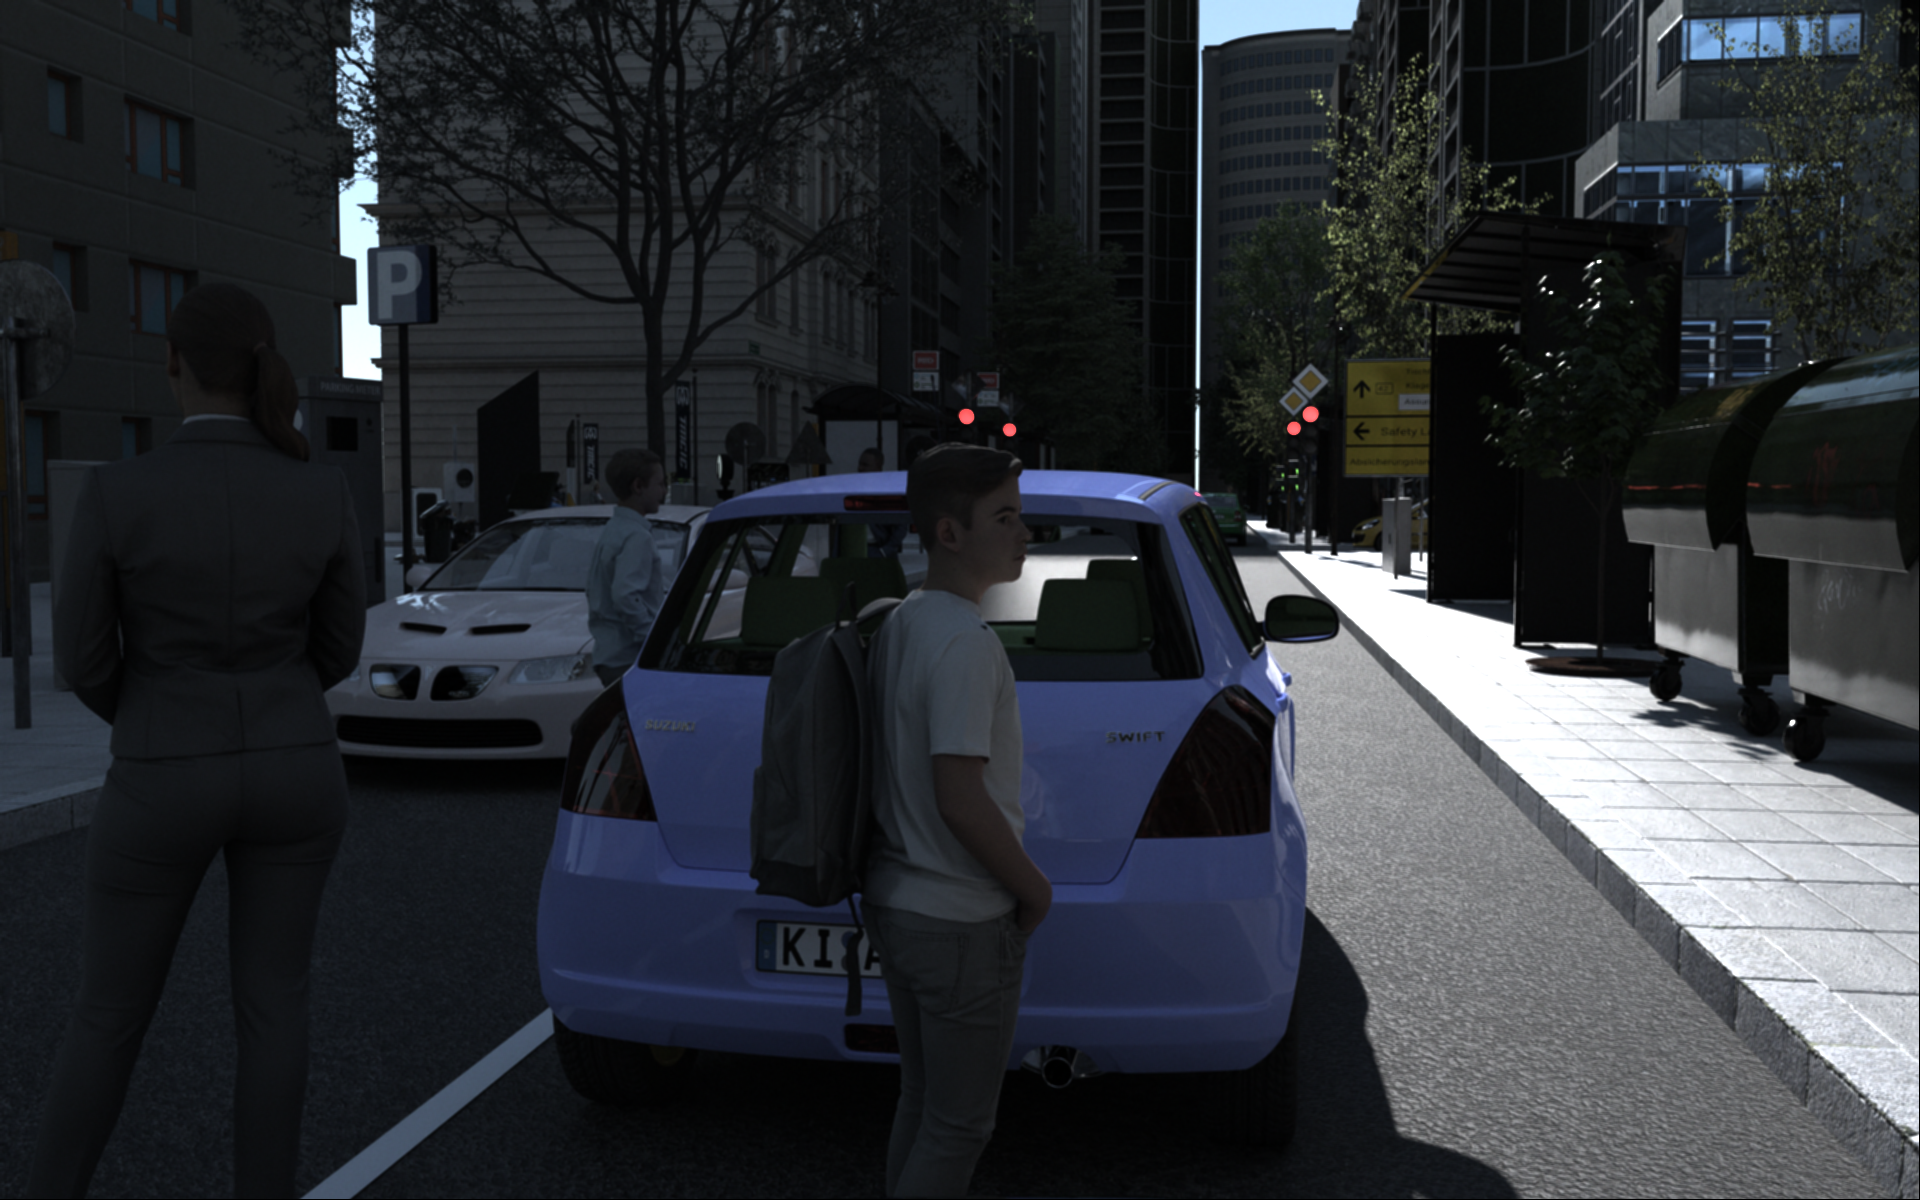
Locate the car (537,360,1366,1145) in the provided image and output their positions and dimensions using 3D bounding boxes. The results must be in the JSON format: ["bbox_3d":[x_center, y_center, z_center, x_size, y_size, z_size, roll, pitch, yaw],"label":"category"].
[{"bbox_3d":[0.165,0.267,5.226,1.945,1.707,3.694,1,4,10],"label":"car"}]

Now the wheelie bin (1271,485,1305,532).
[{"bbox_3d":[11.190,-3.085,58.348,0.980,1.594,0.693,3,4,38],"label":"wheelie bin"}]

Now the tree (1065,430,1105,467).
[{"bbox_3d":[7.806,-10.137,116.105,4.360,8.622,3.978,0,3,0],"label":"tree"}]

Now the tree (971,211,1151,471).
[{"bbox_3d":[3.943,-9.323,70.558,7.486,12.596,7.792,0,3,0],"label":"tree"}]

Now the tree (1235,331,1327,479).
[{"bbox_3d":[14.681,-7.779,77.545,4.737,8.622,4.395,0,3,0],"label":"tree"}]

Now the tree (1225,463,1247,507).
[{"bbox_3d":[27.757,-11.398,170.071,4.285,4.588,4.351,0,3,0],"label":"tree"}]

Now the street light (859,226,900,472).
[{"bbox_3d":[-1.397,-3.504,30.082,0.468,5.910,1.993,1,4,8],"label":"street light"}]

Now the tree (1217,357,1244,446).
[{"bbox_3d":[12.862,-7.390,71.195,4.360,8.622,3.978,0,3,0],"label":"tree"}]

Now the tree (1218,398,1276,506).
[{"bbox_3d":[29.876,-15.868,177.563,7.486,12.596,7.792,0,3,0],"label":"tree"}]

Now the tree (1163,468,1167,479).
[{"bbox_3d":[17.505,-10.825,160.699,4.285,4.588,4.351,0,3,0],"label":"tree"}]

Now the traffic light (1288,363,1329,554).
[{"bbox_3d":[7.491,-2.955,37.230,0.839,4.253,0.868,1,4,8],"label":"traffic light"}]

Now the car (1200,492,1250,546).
[{"bbox_3d":[7.256,-2.476,49.279,1.959,1.807,4.718,1,4,9],"label":"car"}]

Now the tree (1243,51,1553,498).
[{"bbox_3d":[7.621,-4.826,29.267,4.360,8.622,3.978,0,3,0],"label":"tree"}]

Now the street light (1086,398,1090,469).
[{"bbox_3d":[5.935,-6.589,80.521,0.468,5.910,1.993,1,4,8],"label":"street light"}]

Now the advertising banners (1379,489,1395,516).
[{"bbox_3d":[12.560,-3.374,51.354,0.090,3.025,2.074,3,5,44],"label":"advertising banners"}]

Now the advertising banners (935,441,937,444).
[{"bbox_3d":[-1.495,-3.685,56.436,2.074,3.025,0.090,-3,5,-44],"label":"advertising banners"}]

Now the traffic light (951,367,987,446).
[{"bbox_3d":[0.206,-3.019,38.287,0.839,4.253,0.868,1,4,8],"label":"traffic light"}]

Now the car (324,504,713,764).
[{"bbox_3d":[-2.133,0.111,10.555,2.083,1.381,4.827,1,4,10],"label":"car"}]

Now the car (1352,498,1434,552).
[{"bbox_3d":[11.334,-1.883,41.014,3.980,1.641,2.015,1,4,9],"label":"car"}]

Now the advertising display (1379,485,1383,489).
[{"bbox_3d":[28.498,-6.861,117.397,0.123,1.923,0.974,2,4,28],"label":"advertising display"}]

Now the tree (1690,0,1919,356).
[{"bbox_3d":[12.272,-4.522,24.301,4.360,8.622,3.978,0,3,0],"label":"tree"}]

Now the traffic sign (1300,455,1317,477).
[{"bbox_3d":[10.264,-3.102,50.824,0.768,2.556,0.104,1,4,13],"label":"traffic sign"}]

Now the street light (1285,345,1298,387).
[{"bbox_3d":[10.326,-4.951,53.735,0.468,5.910,1.993,1,4,8],"label":"street light"}]

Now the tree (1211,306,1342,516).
[{"bbox_3d":[18.164,-11.397,103.348,9.611,12.733,9.660,0,3,0],"label":"tree"}]

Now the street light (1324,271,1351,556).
[{"bbox_3d":[7.821,-3.868,36.030,0.468,5.910,1.993,1,4,8],"label":"street light"}]

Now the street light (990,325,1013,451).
[{"bbox_3d":[1.136,-4.565,47.422,0.468,5.910,1.993,1,4,8],"label":"street light"}]

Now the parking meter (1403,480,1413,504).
[{"bbox_3d":[18.075,-3.932,70.004,0.399,1.863,0.255,0,4,-8],"label":"parking meter"}]

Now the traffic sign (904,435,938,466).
[{"bbox_3d":[-0.835,-2.278,37.355,0.768,2.556,0.104,1,4,13],"label":"traffic sign"}]

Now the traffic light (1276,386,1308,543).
[{"bbox_3d":[8.659,-3.438,45.130,0.839,4.253,0.868,1,4,8],"label":"traffic light"}]

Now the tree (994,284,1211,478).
[{"bbox_3d":[6.179,-10.582,90.016,9.611,12.733,9.660,0,3,0],"label":"tree"}]

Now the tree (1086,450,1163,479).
[{"bbox_3d":[9.105,-7.267,102.523,4.285,4.588,4.351,0,3,0],"label":"tree"}]

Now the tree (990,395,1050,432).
[{"bbox_3d":[3.570,-9.136,99.738,4.360,8.622,3.978,0,3,0],"label":"tree"}]

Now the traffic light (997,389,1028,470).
[{"bbox_3d":[1.374,-3.503,46.187,0.839,4.253,0.868,1,4,8],"label":"traffic light"}]

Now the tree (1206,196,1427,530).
[{"bbox_3d":[12.498,-8.310,61.631,9.928,11.665,9.643,0,3,0],"label":"tree"}]

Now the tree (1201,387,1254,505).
[{"bbox_3d":[31.600,-17.605,194.496,9.857,13.997,8.962,0,3,0],"label":"tree"}]

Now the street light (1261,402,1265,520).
[{"bbox_3d":[15.160,-6.949,86.400,0.468,5.910,1.993,1,4,8],"label":"street light"}]

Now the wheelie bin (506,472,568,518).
[{"bbox_3d":[-5.948,-1.008,24.396,0.980,1.594,0.693,1,4,17],"label":"wheelie bin"}]

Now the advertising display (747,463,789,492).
[{"bbox_3d":[-3.959,-1.871,35.810,0.974,1.923,0.123,-3,5,-40],"label":"advertising display"}]

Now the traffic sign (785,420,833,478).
[{"bbox_3d":[-2.680,-1.872,30.605,0.884,2.594,0.081,1,4,12],"label":"traffic sign"}]

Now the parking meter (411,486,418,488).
[{"bbox_3d":[-16.506,-2.693,52.439,0.372,1.533,0.369,0,3,0],"label":"parking meter"}]

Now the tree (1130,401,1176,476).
[{"bbox_3d":[12.948,-10.809,127.089,4.737,8.622,4.395,0,3,0],"label":"tree"}]

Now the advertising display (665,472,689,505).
[{"bbox_3d":[-8.376,-2.783,50.711,0.974,1.923,0.123,-3,5,-40],"label":"advertising display"}]

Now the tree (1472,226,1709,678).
[{"bbox_3d":[4.781,-1.099,12.572,1.663,3.219,1.824,0,3,0],"label":"tree"}]

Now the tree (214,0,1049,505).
[{"bbox_3d":[-3.767,-6.806,21.652,12.009,13.543,11.850,0,3,0],"label":"tree"}]

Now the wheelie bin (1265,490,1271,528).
[{"bbox_3d":[11.895,-3.495,65.055,0.693,1.594,0.980,2,4,34],"label":"wheelie bin"}]

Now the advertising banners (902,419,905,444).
[{"bbox_3d":[-2.055,-2.580,38.371,2.074,3.025,0.090,2,4,34],"label":"advertising banners"}]

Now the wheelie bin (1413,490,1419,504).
[{"bbox_3d":[22.432,-4.782,86.095,0.693,1.594,0.980,1,4,10],"label":"wheelie bin"}]

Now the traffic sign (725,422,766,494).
[{"bbox_3d":[-3.796,-1.866,30.615,0.768,2.556,0.104,1,4,12],"label":"traffic sign"}]

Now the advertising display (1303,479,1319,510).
[{"bbox_3d":[14.981,-4.214,74.108,0.974,1.923,0.123,-1,4,-22],"label":"advertising display"}]
